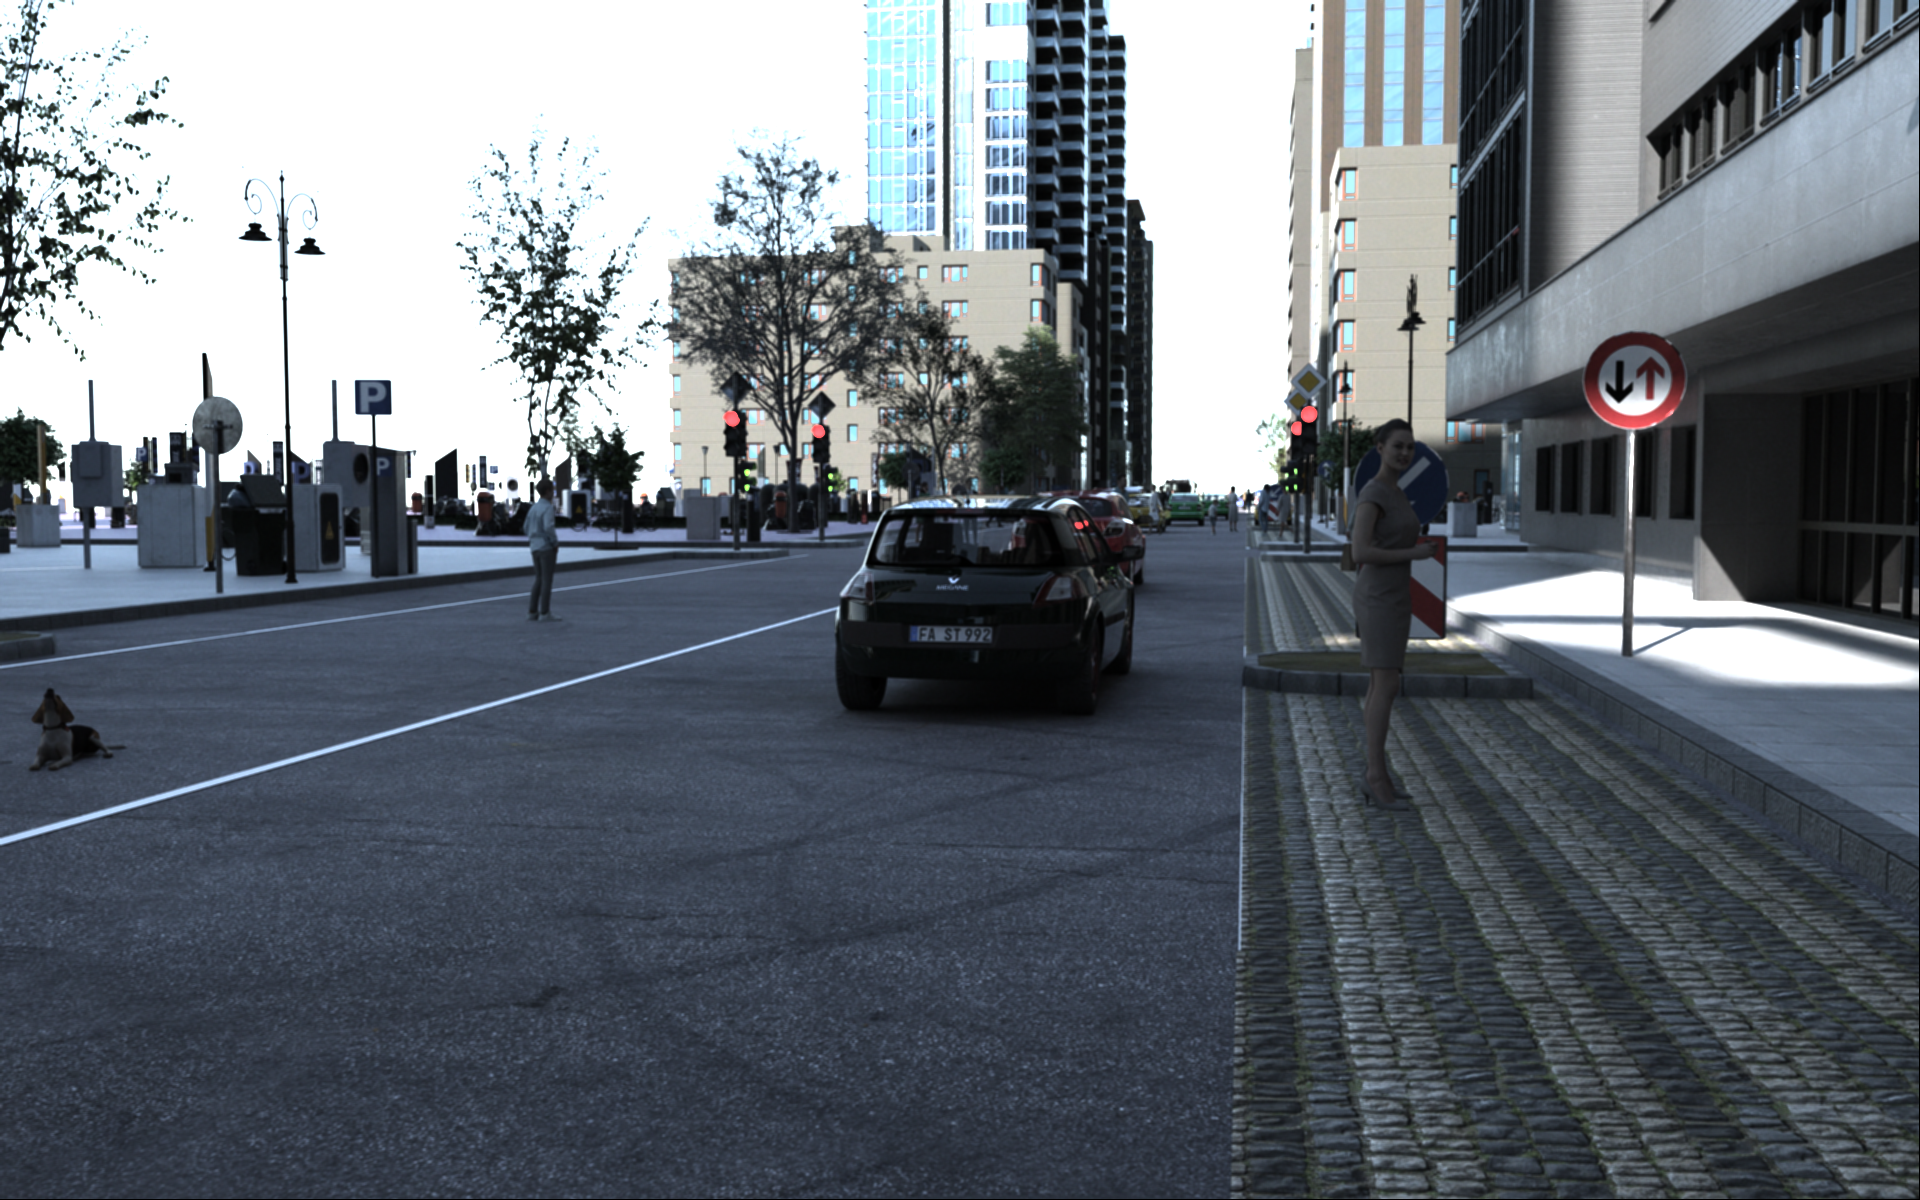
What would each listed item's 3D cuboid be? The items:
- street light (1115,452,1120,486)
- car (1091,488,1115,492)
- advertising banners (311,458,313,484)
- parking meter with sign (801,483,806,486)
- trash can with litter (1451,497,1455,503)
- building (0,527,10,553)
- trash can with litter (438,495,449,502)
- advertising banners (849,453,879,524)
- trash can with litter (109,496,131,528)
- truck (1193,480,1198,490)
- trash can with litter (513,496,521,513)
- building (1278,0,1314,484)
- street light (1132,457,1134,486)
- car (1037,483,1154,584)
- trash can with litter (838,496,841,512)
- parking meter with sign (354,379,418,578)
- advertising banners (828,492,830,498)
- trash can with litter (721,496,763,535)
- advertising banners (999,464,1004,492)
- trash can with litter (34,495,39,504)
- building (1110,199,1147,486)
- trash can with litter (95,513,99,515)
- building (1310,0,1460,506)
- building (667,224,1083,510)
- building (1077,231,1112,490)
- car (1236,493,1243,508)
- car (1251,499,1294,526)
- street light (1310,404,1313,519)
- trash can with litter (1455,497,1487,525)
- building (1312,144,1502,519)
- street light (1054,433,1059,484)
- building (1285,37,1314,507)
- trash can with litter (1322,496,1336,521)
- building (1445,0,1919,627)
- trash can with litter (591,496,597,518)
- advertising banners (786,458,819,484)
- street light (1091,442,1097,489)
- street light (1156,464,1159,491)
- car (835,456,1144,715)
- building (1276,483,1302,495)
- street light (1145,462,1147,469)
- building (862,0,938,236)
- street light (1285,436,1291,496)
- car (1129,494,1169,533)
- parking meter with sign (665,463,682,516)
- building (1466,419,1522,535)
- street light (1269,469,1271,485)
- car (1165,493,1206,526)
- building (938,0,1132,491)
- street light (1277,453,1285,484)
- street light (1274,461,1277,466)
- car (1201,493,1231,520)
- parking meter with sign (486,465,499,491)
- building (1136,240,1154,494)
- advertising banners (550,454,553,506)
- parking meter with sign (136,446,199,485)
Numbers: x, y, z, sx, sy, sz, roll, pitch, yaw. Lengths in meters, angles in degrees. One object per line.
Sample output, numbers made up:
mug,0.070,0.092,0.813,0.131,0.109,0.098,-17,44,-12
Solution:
street light,16.697,-12.879,183.351,0.468,5.910,1.993,1,4,9
car,8.858,-6.016,107.032,2.281,1.827,5.304,1,4,11
advertising banners,-31.734,-5.401,84.496,0.090,3.025,2.074,-1,4,-10
parking meter with sign,-10.907,-7.494,118.780,1.738,3.016,0.543,-3,4,-36
trash can with litter,21.033,-3.732,72.411,1.055,1.170,0.624,0,4,4
building,-33.944,-29.811,29.408,28.212,58.520,21.231,1,4,9
trash can with litter,-25.679,-4.671,87.422,2.233,1.210,1.678,-1,4,-11
advertising banners,-4.098,-4.760,74.012,0.090,3.025,2.074,-3,5,-41
trash can with litter,-31.954,-3.328,65.795,0.624,1.170,1.055,-1,4,-18
truck,30.218,-14.455,232.260,3.469,3.379,9.791,1,4,9
trash can with litter,-28.167,-6.029,109.960,0.624,1.170,1.055,-1,4,-16
building,54.877,-56.332,233.702,22.319,86.520,31.000,1,4,9
street light,20.467,-14.224,205.352,0.468,5.910,1.993,1,4,9
car,1.850,-1.066,26.476,2.155,1.783,4.494,1,4,9
trash can with litter,-6.149,-4.909,91.316,1.678,1.210,2.233,3,5,40
parking meter with sign,-8.952,-1.891,27.184,0.543,3.016,1.738,0,4,-3
advertising banners,-8.608,-6.910,109.171,0.090,3.025,2.074,2,4,31
trash can with litter,-7.110,-2.680,54.867,1.678,1.210,2.233,-1,4,-8
advertising banners,2.241,-6.454,101.706,0.090,3.025,2.074,1,4,20
trash can with litter,-59.386,-6.022,109.517,2.233,1.210,1.678,1,4,9
building,15.469,-36.498,251.364,22.147,44.769,28.867,1,4,9
trash can with litter,-52.524,-5.717,104.525,1.678,1.210,2.233,-3,5,-39
building,35.415,-29.879,138.637,14.600,45.320,14.200,1,4,9
building,-5.373,-17.959,138.671,27.650,21.520,28.899,1,4,9
building,8.972,-25.557,189.565,14.160,30.474,14.107,1,4,9
car,27.728,-10.042,173.774,1.945,1.707,3.694,1,4,10
car,14.403,-4.245,79.628,2.015,1.641,3.980,1,4,10
street light,18.138,-7.130,89.364,0.468,5.910,1.993,1,4,9
trash can with litter,21.114,-3.664,71.299,1.055,1.170,0.624,-1,4,-17
building,34.841,-15.511,98.641,27.650,21.520,28.899,1,4,9
street light,6.818,-9.249,124.009,0.468,5.910,1.993,1,4,9
building,45.113,-34.022,179.955,21.300,48.544,21.600,1,4,9
trash can with litter,18.251,-4.431,83.508,1.678,1.210,2.233,3,5,40
building,14.575,-12.263,19.575,14.314,24.678,30.058,1,4,9
trash can with litter,-19.533,-4.843,90.571,0.624,1.170,1.055,3,4,38
advertising banners,-8.044,-5.733,89.930,2.074,3.025,0.090,1,4,13
street light,11.857,-11.087,154.055,0.468,5.910,1.993,1,4,9
street light,30.012,-17.769,263.305,0.468,5.910,1.993,1,4,9
car,0.307,-0.182,12.760,2.009,1.686,4.222,1,4,10
building,64.330,-34.838,261.485,32.217,40.220,23.993,1,4,9
street light,25.158,-15.997,234.342,0.468,5.910,1.993,1,4,9
building,2.061,-52.202,166.178,22.319,86.520,31.000,1,4,9
street light,25.795,-9.932,135.170,0.468,5.910,1.993,1,4,9
car,6.853,-3.364,65.223,2.015,1.641,3.980,1,4,9
parking meter with sign,-16.039,-6.205,97.708,0.543,3.016,1.738,-2,4,-33
building,31.638,-26.508,53.014,30.456,49.044,23.786,1,4,9
street light,39.461,-14.975,217.632,0.468,5.910,1.993,1,4,9
car,10.283,-4.312,79.305,1.959,1.807,4.718,0,4,8
building,11.230,-55.525,220.505,22.319,86.520,31.000,1,4,9
street light,30.584,-11.704,164.143,0.468,5.910,1.993,1,4,9
street light,35.542,-13.528,193.973,0.468,5.910,1.993,1,4,9
car,14.183,-5.359,96.410,1.959,1.807,4.718,0,4,8
parking meter with sign,-28.291,-6.620,104.499,0.543,3.016,1.738,-2,4,-28
building,22.967,-35.986,271.962,14.154,41.232,14.086,1,4,9
advertising banners,-17.680,-4.817,74.943,0.090,3.025,2.074,-1,4,-9
parking meter with sign,-18.948,-2.806,42.146,1.738,3.016,0.543,0,4,-4
